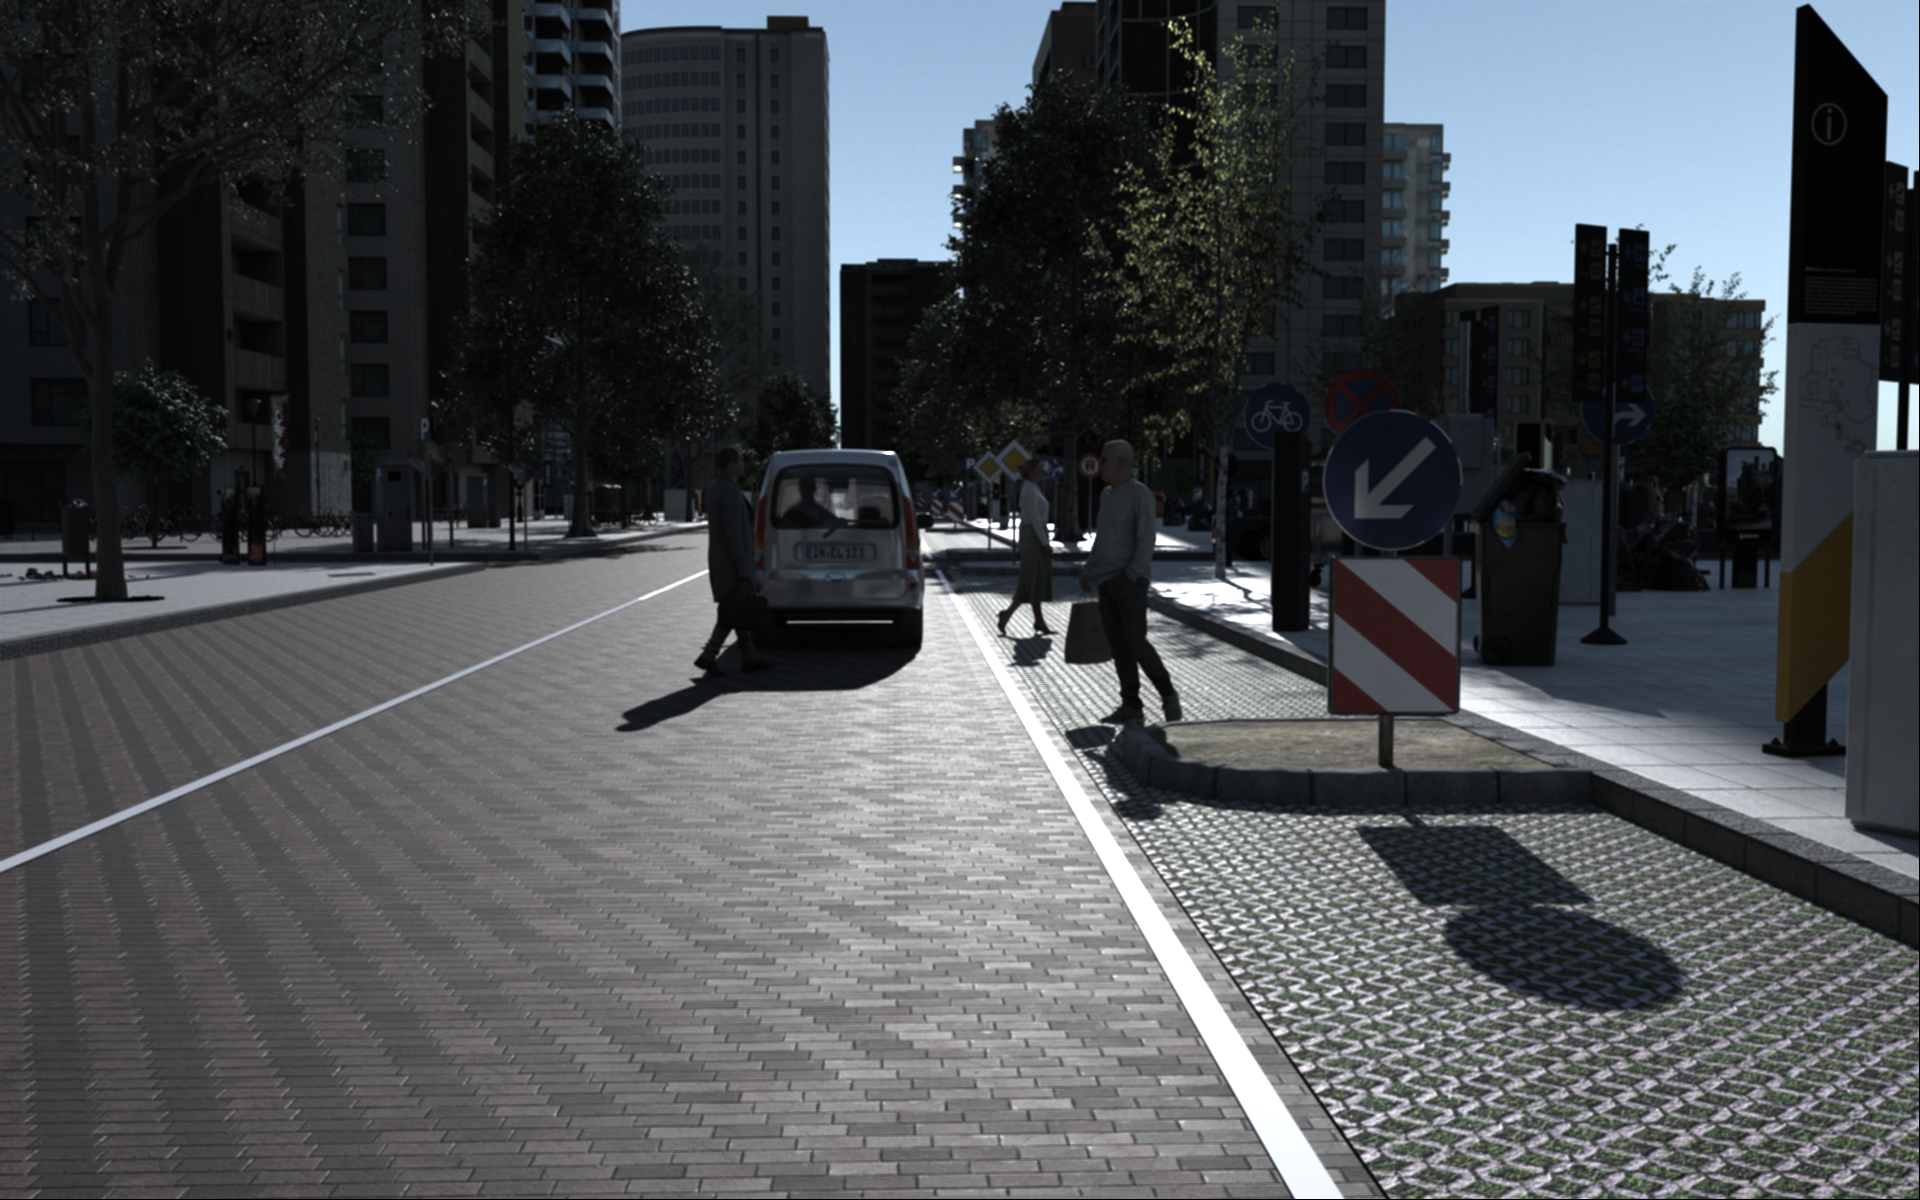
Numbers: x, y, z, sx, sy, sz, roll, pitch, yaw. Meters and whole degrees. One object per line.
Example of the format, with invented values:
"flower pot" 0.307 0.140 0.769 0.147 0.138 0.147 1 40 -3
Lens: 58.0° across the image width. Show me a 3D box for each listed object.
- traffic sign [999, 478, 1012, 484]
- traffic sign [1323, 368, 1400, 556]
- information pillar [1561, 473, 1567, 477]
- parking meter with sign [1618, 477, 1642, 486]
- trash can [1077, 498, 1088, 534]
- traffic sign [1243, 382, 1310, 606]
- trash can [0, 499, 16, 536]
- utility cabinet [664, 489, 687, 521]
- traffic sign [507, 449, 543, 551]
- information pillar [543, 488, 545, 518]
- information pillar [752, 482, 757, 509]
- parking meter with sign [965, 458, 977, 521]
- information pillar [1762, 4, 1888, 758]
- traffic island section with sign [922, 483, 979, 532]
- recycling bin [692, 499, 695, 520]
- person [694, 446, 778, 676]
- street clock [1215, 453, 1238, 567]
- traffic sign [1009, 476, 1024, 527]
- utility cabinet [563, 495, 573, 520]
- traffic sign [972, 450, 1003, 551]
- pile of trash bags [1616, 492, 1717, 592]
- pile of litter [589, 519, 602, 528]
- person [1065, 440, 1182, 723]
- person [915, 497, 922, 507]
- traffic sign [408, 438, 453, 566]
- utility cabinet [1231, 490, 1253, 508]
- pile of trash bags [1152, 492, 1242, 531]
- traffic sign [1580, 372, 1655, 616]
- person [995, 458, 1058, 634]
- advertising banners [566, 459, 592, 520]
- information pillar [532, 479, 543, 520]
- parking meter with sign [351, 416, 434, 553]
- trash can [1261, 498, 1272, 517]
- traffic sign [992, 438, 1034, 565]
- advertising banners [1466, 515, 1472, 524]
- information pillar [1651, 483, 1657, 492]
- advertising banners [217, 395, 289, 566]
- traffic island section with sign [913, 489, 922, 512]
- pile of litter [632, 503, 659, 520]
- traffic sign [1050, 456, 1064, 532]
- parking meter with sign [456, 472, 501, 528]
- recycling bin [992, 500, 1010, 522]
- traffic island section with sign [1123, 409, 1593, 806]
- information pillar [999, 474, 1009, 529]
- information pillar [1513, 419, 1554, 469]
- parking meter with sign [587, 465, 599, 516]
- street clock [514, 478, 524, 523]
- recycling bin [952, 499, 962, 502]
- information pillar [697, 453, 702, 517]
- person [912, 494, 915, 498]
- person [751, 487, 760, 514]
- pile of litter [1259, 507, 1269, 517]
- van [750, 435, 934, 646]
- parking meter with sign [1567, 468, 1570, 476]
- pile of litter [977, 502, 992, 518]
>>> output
"traffic sign" 2.588 -5.918 96.867 0.768 2.556 0.104 0 4 0
"traffic sign" 4.055 -1.069 17.578 0.768 2.556 0.104 0 4 4
"information pillar" 20.851 -3.400 60.084 0.304 2.012 0.304 3 4 37
"parking meter with sign" 33.858 -5.629 88.300 1.738 3.016 0.543 2 4 29
"trash can" 3.788 -2.737 56.398 0.748 1.137 0.748 0 3 0
"traffic sign" 3.613 -1.207 19.844 0.768 2.556 0.104 0 4 -1
"trash can" -29.682 -2.575 53.748 0.748 1.137 0.748 0 3 0
"utility cabinet" -13.374 -4.471 81.781 1.173 1.500 0.318 -2 4 -24
"traffic sign" -9.770 -2.159 38.937 0.795 2.450 0.064 0 4 -2
"information pillar" -22.040 -5.290 90.986 0.304 2.012 0.304 3 4 38
"information pillar" -12.143 -5.984 102.322 0.304 2.012 0.304 -1 4 -13
"parking meter with sign" 0.572 -5.395 84.474 0.543 3.016 1.738 0 4 4
"information pillar" 4.249 -1.046 8.464 0.504 3.616 0.183 -1 4 -14
"traffic island section with sign" -0.307 -3.454 65.098 1.989 1.847 2.006 0 4 -2
"recycling bin" -13.811 -4.571 87.282 0.722 1.027 0.722 -2 4 -29
"person" -1.783 -0.317 13.780 0.767 1.812 0.694 -2 4 -25
"street clock" 4.695 -1.593 30.620 0.358 2.002 0.471 -1 4 -17
"traffic sign" 2.084 -4.154 67.925 0.884 2.594 0.081 0 4 1
"utility cabinet" -18.862 -4.500 84.733 1.020 1.237 0.306 -1 4 -21
"traffic sign" 0.667 -2.182 39.324 0.795 2.450 0.064 0 4 -2
"pile of trash bags" 9.149 -0.891 24.319 1.912 1.369 3.447 0 4 6
"pile of litter" -14.278 -3.224 66.675 1.176 0.858 1.719 1 4 23
"person" 1.015 -0.116 10.880 0.515 1.767 0.782 -2 4 -29
"person" -4.453 -10.319 177.941 1.217 1.743 0.721 0 4 0
"traffic sign" -9.457 -1.671 30.958 0.795 2.450 0.064 0 4 -2
"utility cabinet" 15.487 -5.296 95.270 1.173 1.500 0.318 1 4 15
"pile of trash bags" 8.222 -3.087 60.229 3.447 1.369 1.912 1 4 19
"traffic sign" 6.857 -1.104 18.154 0.768 2.556 0.104 0 4 1
"person" 0.677 -0.540 17.557 0.641 1.798 0.478 1 4 11
"advertising banners" -18.707 -5.551 86.952 2.074 3.025 0.090 0 4 -4
"information pillar" -20.824 -4.932 85.135 0.304 2.012 0.304 -1 4 -22
"parking meter with sign" -12.627 -2.586 38.538 1.738 3.016 0.543 -3 5 -42
"trash can" 10.293 -2.775 57.031 0.748 1.137 0.748 0 3 0
"traffic sign" 0.980 -1.694 31.345 0.795 2.450 0.064 0 4 -2
"advertising banners" 22.358 -4.846 75.425 2.074 3.025 0.090 -3 5 -41
"information pillar" 30.009 -4.321 75.145 0.304 2.012 0.304 -2 4 -26
"advertising banners" -12.664 -2.134 31.075 2.074 3.025 0.090 2 4 32
"traffic island section with sign" -1.378 -5.123 92.384 1.989 1.847 2.006 0 4 -2
"pile of litter" -15.402 -4.336 84.852 1.176 0.858 1.719 -2 4 -30
"traffic sign" 3.202 -3.541 57.998 0.768 2.556 0.104 0 4 7
"parking meter with sign" -18.281 -4.240 65.589 1.738 3.016 0.543 1 4 10
"recycling bin" 1.868 -4.082 79.296 0.722 1.027 0.722 1 4 12
"traffic island section with sign" 1.886 -0.015 8.867 1.989 1.847 2.006 0 4 -2
"information pillar" 1.638 -3.656 64.270 0.304 2.012 0.304 1 4 12
"information pillar" 5.674 -0.777 17.192 0.304 2.012 0.304 2 4 35
"parking meter with sign" -21.685 -6.495 102.455 0.543 3.016 1.738 1 4 22
"street clock" -19.781 -4.479 77.803 0.358 2.002 0.471 2 4 33
"recycling bin" -0.041 -6.008 110.789 0.722 1.027 0.722 3 4 39
"information pillar" -14.798 -6.537 98.236 0.183 3.616 0.504 -2 4 -24
"person" -4.754 -10.210 176.903 0.415 1.643 0.593 0 4 -5
"person" -9.980 -4.711 85.891 0.716 1.782 0.532 2 4 33
"pile of litter" 13.916 -3.847 76.860 1.719 0.858 1.176 1 4 11
"van" -1.247 -0.654 17.701 2.013 2.044 4.112 0 4 -3
"parking meter with sign" 39.391 -7.227 114.416 0.543 3.016 1.738 -2 4 -32
"pile of litter" 1.181 -4.808 92.577 1.719 0.858 1.176 1 4 22
